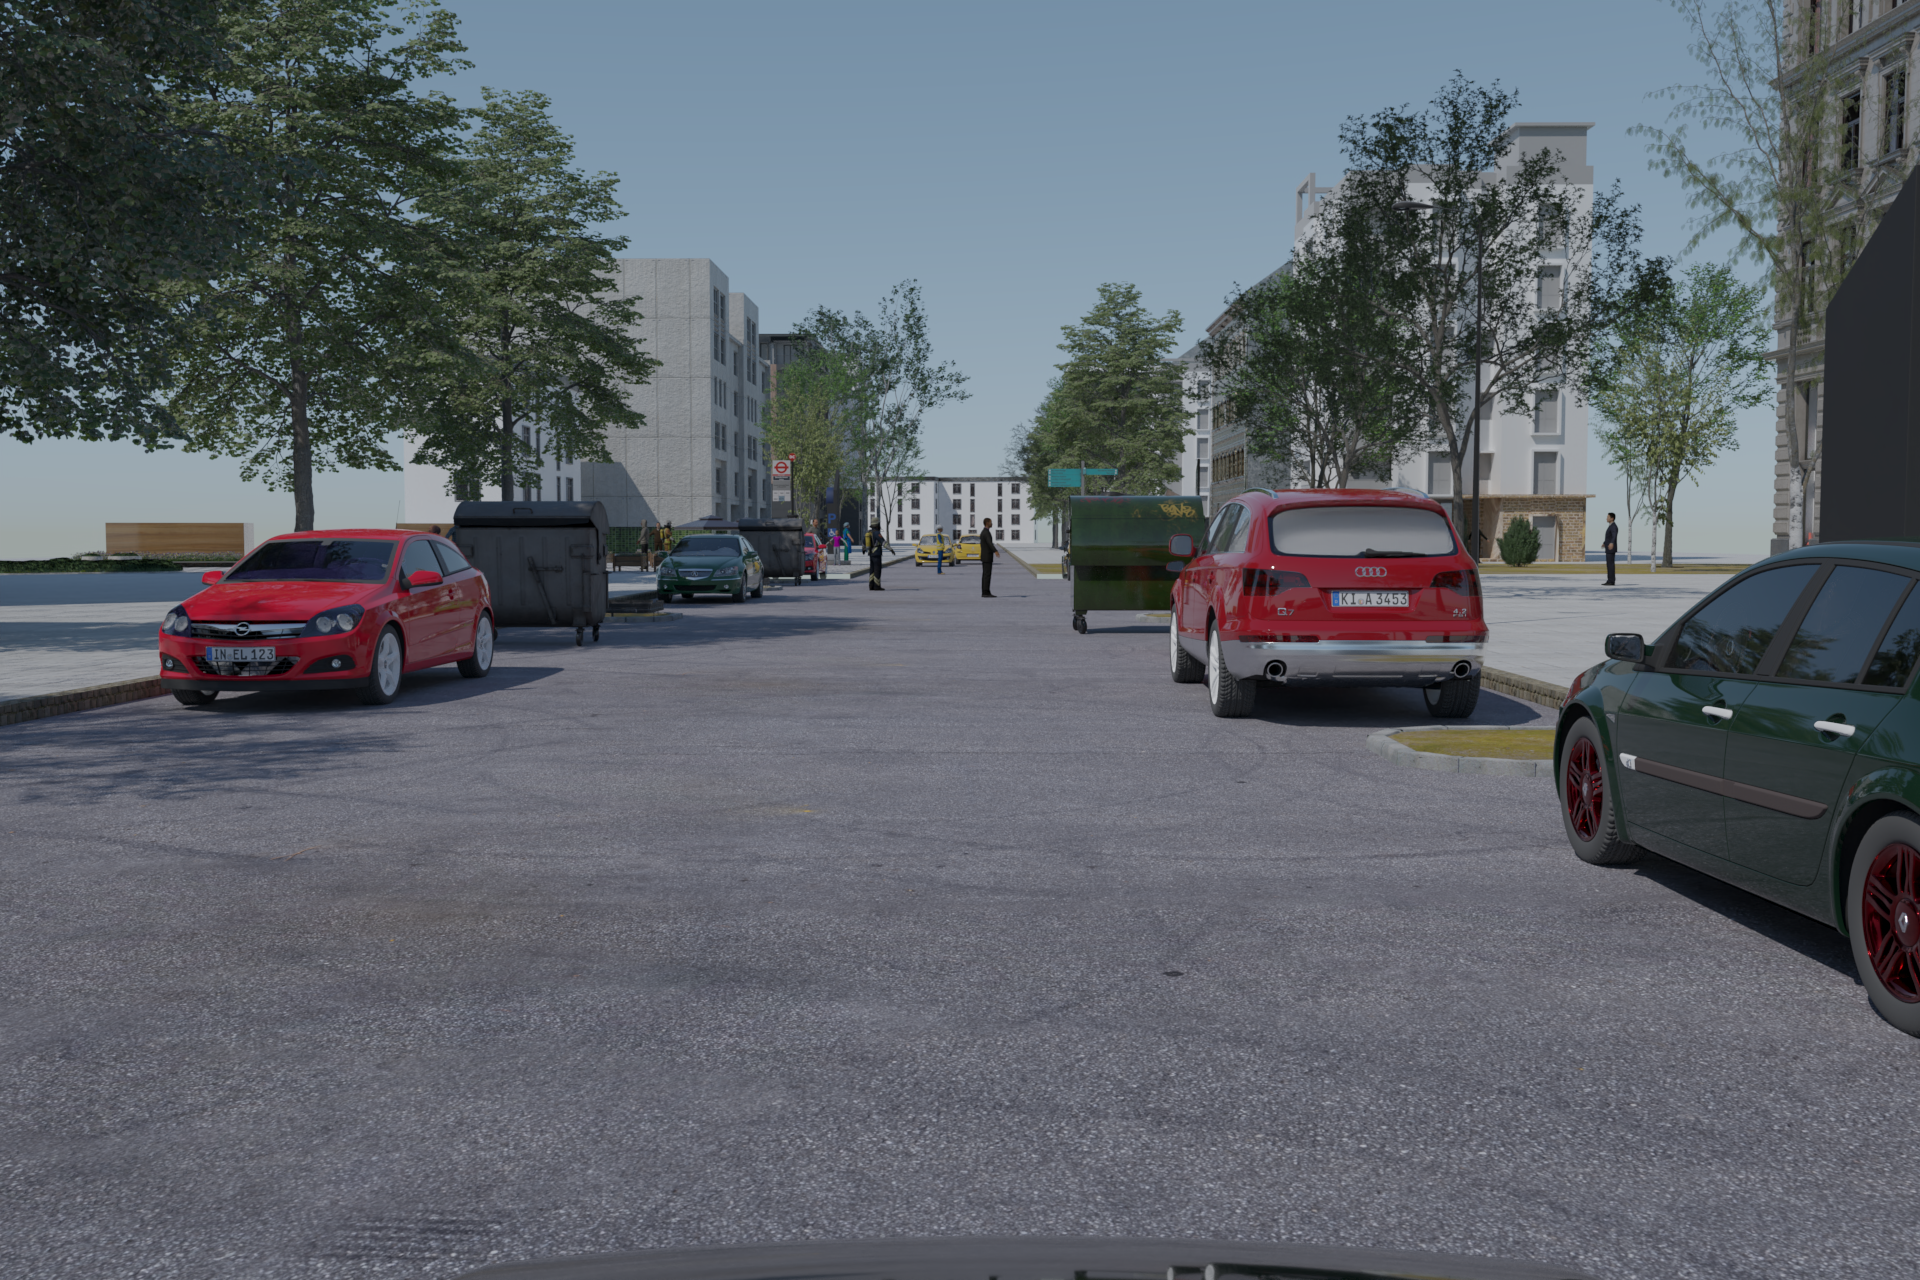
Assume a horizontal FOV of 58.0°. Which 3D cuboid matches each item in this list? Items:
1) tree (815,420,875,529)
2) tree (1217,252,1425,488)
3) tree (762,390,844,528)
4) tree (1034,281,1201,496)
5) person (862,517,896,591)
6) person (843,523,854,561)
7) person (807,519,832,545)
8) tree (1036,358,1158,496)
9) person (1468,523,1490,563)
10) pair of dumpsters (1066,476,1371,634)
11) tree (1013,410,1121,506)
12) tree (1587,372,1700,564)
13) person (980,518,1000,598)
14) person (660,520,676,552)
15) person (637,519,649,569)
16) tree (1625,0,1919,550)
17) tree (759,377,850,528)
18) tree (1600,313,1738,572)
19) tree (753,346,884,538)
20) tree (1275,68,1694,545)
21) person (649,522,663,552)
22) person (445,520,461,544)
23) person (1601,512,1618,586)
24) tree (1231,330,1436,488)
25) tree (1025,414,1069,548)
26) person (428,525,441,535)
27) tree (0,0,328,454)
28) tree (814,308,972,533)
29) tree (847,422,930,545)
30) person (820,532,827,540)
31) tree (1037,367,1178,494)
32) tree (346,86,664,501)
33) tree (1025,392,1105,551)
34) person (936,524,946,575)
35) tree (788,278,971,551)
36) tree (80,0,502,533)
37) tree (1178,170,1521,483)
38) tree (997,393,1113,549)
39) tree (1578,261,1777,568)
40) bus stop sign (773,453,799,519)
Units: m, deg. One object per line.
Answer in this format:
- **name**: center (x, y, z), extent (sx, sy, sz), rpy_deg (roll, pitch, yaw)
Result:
- **tree**: center (-7.774, -9.643, 108.021), extent (4.360, 8.622, 3.978), rpy_deg (0, 3, 0)
- **tree**: center (13.104, -8.423, 63.474), extent (9.928, 11.665, 9.643), rpy_deg (0, 3, 0)
- **tree**: center (-7.697, -8.418, 87.994), extent (4.737, 8.622, 4.395), rpy_deg (0, 3, 0)
- **tree**: center (7.267, -9.821, 78.700), extent (7.486, 12.596, 7.792), rpy_deg (0, 3, 0)
- **person**: center (-2.115, -2.177, 43.836), extent (0.705, 1.856, 1.354), rpy_deg (-3, 4, -38)
- **person**: center (-5.203, -4.525, 80.112), extent (0.704, 1.817, 1.347), rpy_deg (-1, 4, -20)
- **person**: center (-5.004, -3.290, 60.064), extent (0.705, 1.796, 1.348), rpy_deg (3, 5, 45)
- **tree**: center (8.085, -10.796, 102.266), extent (9.928, 11.665, 9.643), rpy_deg (0, 3, 0)
- **person**: center (22.594, -4.247, 75.632), extent (0.705, 1.806, 1.347), rpy_deg (-2, 4, -24)
- **pair of dumpsters**: center (3.761, -1.240, 25.229), extent (4.436, 2.255, 1.574), rpy_deg (0, 4, 1)
- **tree**: center (8.160, -11.340, 119.818), extent (8.767, 10.594, 7.601), rpy_deg (-1, 4, -18)
- **tree**: center (28.449, -7.555, 73.883), extent (4.360, 8.622, 3.978), rpy_deg (0, 3, 0)
- **person**: center (0.641, -1.862, 39.123), extent (0.704, 1.802, 1.346), rpy_deg (-1, 4, -12)
- **person**: center (-11.685, -3.891, 69.391), extent (0.705, 1.858, 1.354), rpy_deg (-2, 4, -26)
- **person**: center (-11.465, -3.468, 62.834), extent (0.705, 1.813, 1.348), rpy_deg (0, 4, 3)
- **tree**: center (9.310, -4.235, 19.611), extent (4.360, 8.622, 3.978), rpy_deg (0, 3, 0)
- **tree**: center (-7.319, -8.050, 81.984), extent (4.737, 8.622, 4.395), rpy_deg (0, 3, 0)
- **tree**: center (23.658, -6.596, 58.200), extent (4.737, 8.622, 4.395), rpy_deg (0, 3, 0)
- **tree**: center (-7.775, -10.389, 95.619), extent (9.928, 11.665, 9.643), rpy_deg (0, 3, 0)
- **tree**: center (10.002, -6.091, 34.004), extent (8.767, 10.594, 7.601), rpy_deg (2, 4, 29)
- **person**: center (-13.467, -4.356, 77.350), extent (1.346, 1.812, 0.704), rpy_deg (0, 4, -1)
- **person**: center (-15.777, -2.976, 54.494), extent (0.704, 1.849, 1.345), rpy_deg (2, 4, 30)
- **person**: center (16.149, -2.263, 43.050), extent (0.704, 1.823, 1.345), rpy_deg (1, 4, 12)
- **tree**: center (16.080, -8.554, 74.274), extent (8.767, 10.594, 7.601), rpy_deg (0, 4, -1)
- **tree**: center (8.901, -14.696, 158.410), extent (7.486, 12.596, 7.792), rpy_deg (0, 3, 0)
- **person**: center (-8.831, -1.174, 28.464), extent (0.421, 1.427, 0.697), rpy_deg (3, 4, 36)
- **tree**: center (-12.120, -6.900, 19.478), extent (9.857, 13.997, 8.962), rpy_deg (0, 3, 0)
- **tree**: center (-5.643, -17.655, 144.544), extent (12.611, 20.169, 13.585), rpy_deg (0, 3, 0)
- **tree**: center (-6.580, -14.244, 158.637), extent (9.928, 11.665, 9.643), rpy_deg (0, 3, 0)
- **person**: center (-6.770, -5.149, 90.908), extent (1.216, 1.740, 0.721), rpy_deg (-1, 4, -10)
- **tree**: center (7.584, -9.412, 88.306), extent (7.601, 10.594, 8.767), rpy_deg (-1, 4, -13)
- **tree**: center (-11.507, -7.711, 44.199), extent (7.486, 12.596, 7.792), rpy_deg (0, 3, 0)
- **tree**: center (8.390, -13.269, 135.081), extent (7.486, 12.596, 7.792), rpy_deg (0, 3, 0)
- **person**: center (-0.621, -3.214, 61.462), extent (0.721, 1.772, 1.216), rpy_deg (0, 4, -2)
- **tree**: center (-5.778, -16.621, 127.649), extent (12.611, 20.169, 13.585), rpy_deg (0, 3, 0)
- **tree**: center (-11.901, -6.892, 30.813), extent (7.486, 12.596, 7.792), rpy_deg (0, 3, 0)
- **tree**: center (9.958, -6.787, 45.386), extent (8.767, 10.594, 7.601), rpy_deg (0, 4, -4)
- **tree**: center (8.221, -14.408, 145.946), extent (12.009, 13.543, 11.850), rpy_deg (0, 3, 0)
- **tree**: center (27.146, -8.560, 65.708), extent (9.928, 11.665, 9.643), rpy_deg (0, 3, 0)
- **bus stop sign**: center (-5.748, -4.189, 57.190), extent (0.855, 3.939, 0.416), rpy_deg (0, 4, 0)
